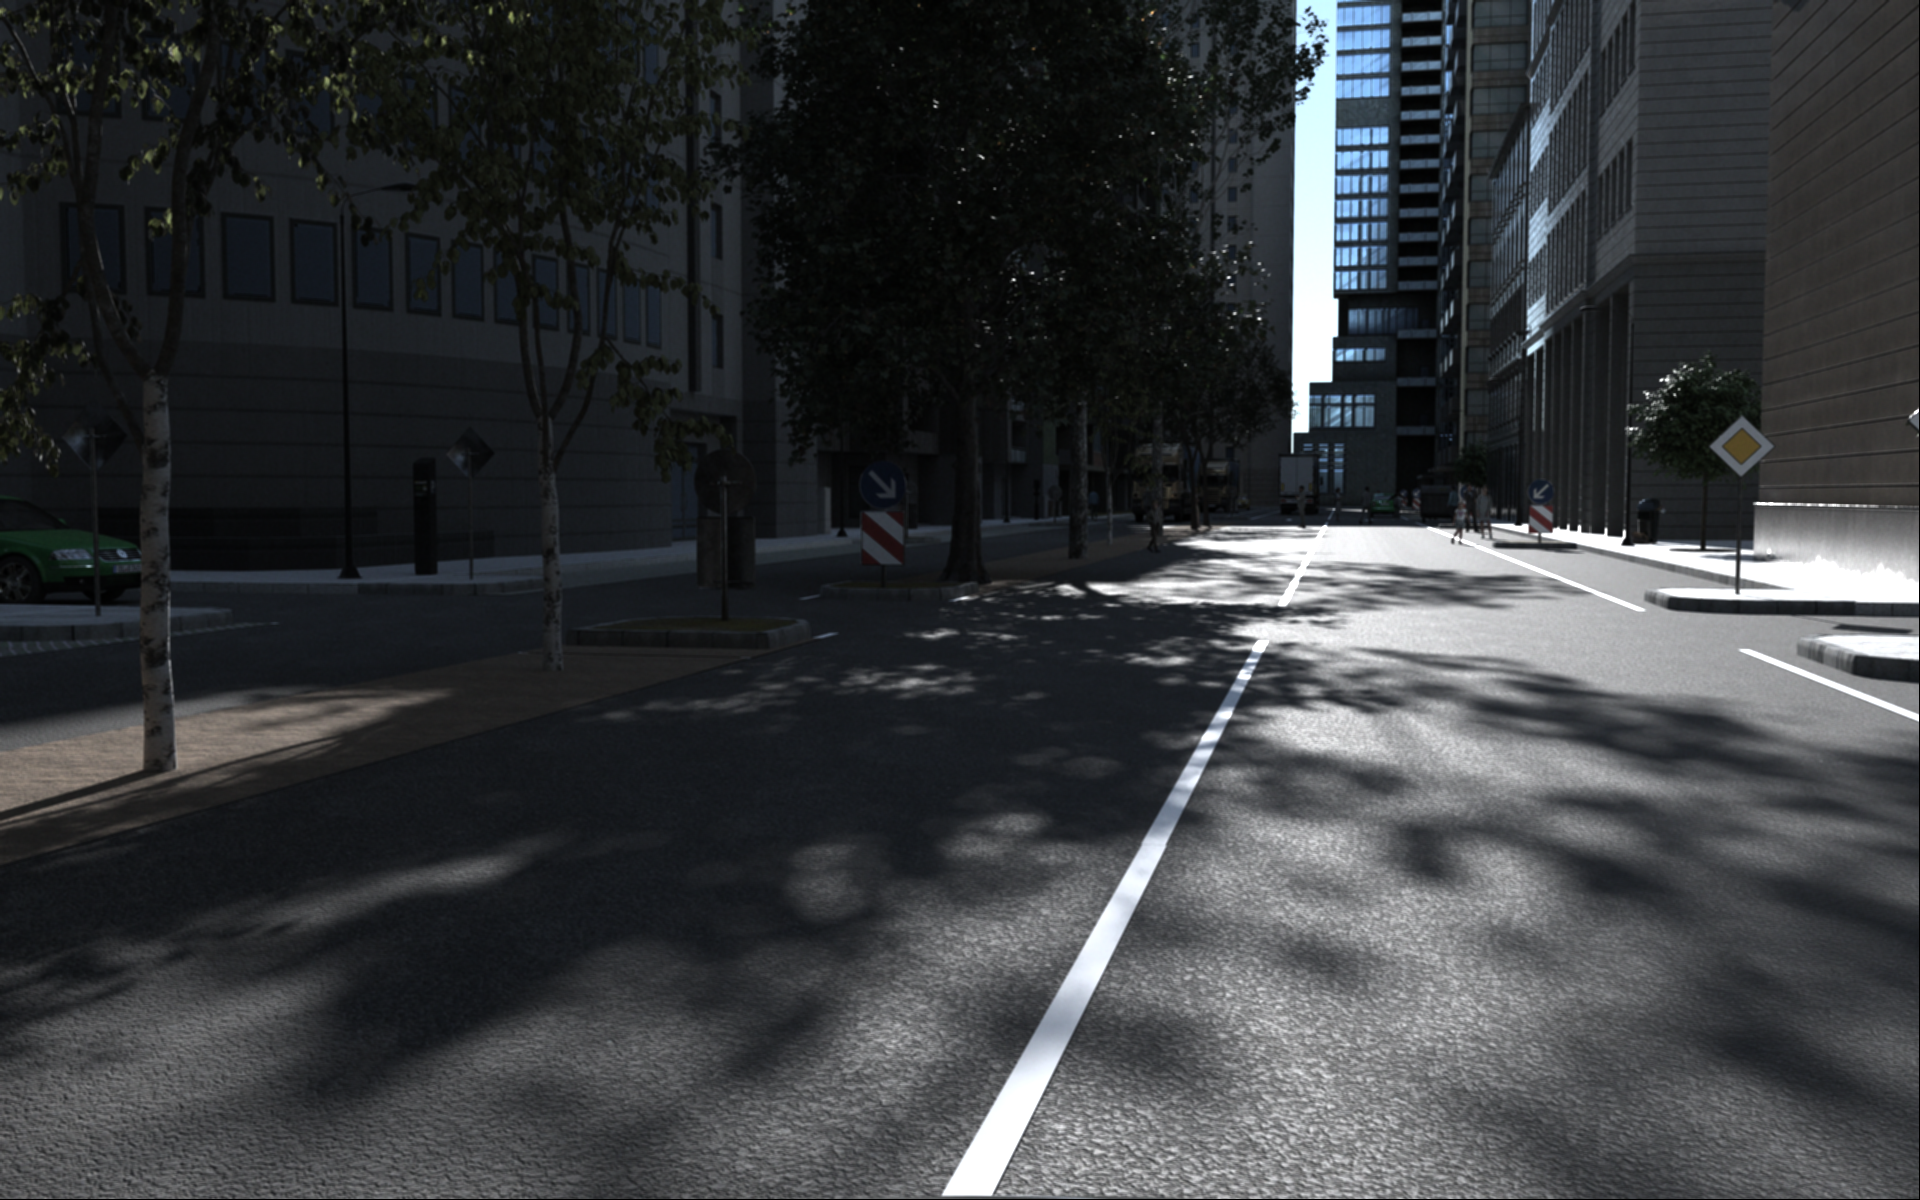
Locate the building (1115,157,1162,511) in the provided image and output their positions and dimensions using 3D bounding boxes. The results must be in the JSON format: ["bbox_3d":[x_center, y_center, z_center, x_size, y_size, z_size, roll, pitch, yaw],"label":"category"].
[{"bbox_3d":[8.129,-22.304,136.375,14.160,30.474,14.107,1,4,12],"label":"building"}]

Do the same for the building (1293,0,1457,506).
[{"bbox_3d":[52.307,-53.419,186.066,31.000,86.520,22.319,1,4,12],"label":"building"}]

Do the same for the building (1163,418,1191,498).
[{"bbox_3d":[6.297,-19.526,164.289,28.899,21.520,27.650,1,4,12],"label":"building"}]

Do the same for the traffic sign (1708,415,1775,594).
[{"bbox_3d":[9.947,-1.129,22.106,0.795,2.450,0.064,1,4,12],"label":"traffic sign"}]

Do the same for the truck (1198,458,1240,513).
[{"bbox_3d":[20.492,-9.087,137.485,2.839,4.237,11.283,1,4,14],"label":"truck"}]

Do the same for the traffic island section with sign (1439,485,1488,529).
[{"bbox_3d":[21.105,-3.908,72.521,1.989,1.847,2.006,1,4,12],"label":"traffic island section with sign"}]

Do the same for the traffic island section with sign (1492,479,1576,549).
[{"bbox_3d":[15.290,-2.298,46.198,1.989,1.847,2.006,1,4,12],"label":"traffic island section with sign"}]

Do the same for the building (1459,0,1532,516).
[{"bbox_3d":[38.446,-25.922,107.415,14.154,41.232,14.086,1,4,12],"label":"building"}]

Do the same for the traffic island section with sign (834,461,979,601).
[{"bbox_3d":[-0.913,-0.984,24.226,2.006,1.907,1.989,1,4,12],"label":"traffic island section with sign"}]

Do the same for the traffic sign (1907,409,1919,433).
[{"bbox_3d":[8.226,-0.652,14.308,0.795,2.450,0.064,1,4,12],"label":"traffic sign"}]

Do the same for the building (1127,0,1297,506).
[{"bbox_3d":[22.632,-39.742,191.778,28.212,58.520,21.231,1,4,12],"label":"building"}]

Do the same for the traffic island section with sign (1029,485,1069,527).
[{"bbox_3d":[4.191,-4.165,76.725,1.989,1.847,2.006,1,4,12],"label":"traffic island section with sign"}]

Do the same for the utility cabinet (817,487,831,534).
[{"bbox_3d":[-4.631,-2.831,54.970,1.173,1.500,0.318,3,4,36],"label":"utility cabinet"}]

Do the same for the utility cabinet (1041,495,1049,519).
[{"bbox_3d":[4.411,-4.812,89.833,0.306,1.237,1.020,0,4,-6],"label":"utility cabinet"}]

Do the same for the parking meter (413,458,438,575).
[{"bbox_3d":[-8.503,-1.335,27.539,0.255,1.863,0.399,0,4,2],"label":"parking meter"}]

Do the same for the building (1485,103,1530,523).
[{"bbox_3d":[31.480,-14.414,84.819,9.793,20.994,18.267,1,4,12],"label":"building"}]

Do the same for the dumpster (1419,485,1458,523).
[{"bbox_3d":[23.788,-4.762,86.080,1.865,1.857,1.264,1,4,12],"label":"dumpster"}]

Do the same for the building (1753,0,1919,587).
[{"bbox_3d":[25.941,-13.895,24.443,25.104,27.353,12.463,1,4,12],"label":"building"}]

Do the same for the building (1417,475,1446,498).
[{"bbox_3d":[57.742,-28.255,153.844,32.217,40.220,23.993,1,4,12],"label":"building"}]

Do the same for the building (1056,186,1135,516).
[{"bbox_3d":[-0.219,-28.187,115.482,22.147,44.769,28.867,1,4,12],"label":"building"}]

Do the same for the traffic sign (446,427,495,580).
[{"bbox_3d":[-7.328,-1.363,25.926,0.795,2.450,0.064,1,4,12],"label":"traffic sign"}]

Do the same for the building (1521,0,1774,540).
[{"bbox_3d":[27.184,-17.336,60.931,11.434,29.767,29.804,1,4,12],"label":"building"}]

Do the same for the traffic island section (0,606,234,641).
[{"bbox_3d":[-9.074,0.250,18.195,2.009,0.180,2.903,1,4,12],"label":"traffic island section"}]

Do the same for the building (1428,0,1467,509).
[{"bbox_3d":[47.611,-31.090,127.924,23.786,49.044,30.456,1,4,12],"label":"building"}]

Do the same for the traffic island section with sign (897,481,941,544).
[{"bbox_3d":[-1.626,-2.555,50.403,1.989,1.847,2.006,1,4,12],"label":"traffic island section with sign"}]

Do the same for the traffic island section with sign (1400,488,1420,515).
[{"bbox_3d":[31.924,-6.906,121.546,1.989,1.847,2.006,1,4,12],"label":"traffic island section with sign"}]

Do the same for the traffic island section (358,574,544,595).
[{"bbox_3d":[-7.352,-0.227,25.993,2.009,0.180,2.903,1,4,12],"label":"traffic island section"}]

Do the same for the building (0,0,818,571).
[{"bbox_3d":[-17.679,-30.494,40.583,21.231,58.520,28.212,1,4,12],"label":"building"}]

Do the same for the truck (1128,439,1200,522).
[{"bbox_3d":[10.850,-6.237,90.887,2.839,4.237,11.283,1,4,13],"label":"truck"}]

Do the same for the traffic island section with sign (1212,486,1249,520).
[{"bbox_3d":[15.278,-5.472,97.606,2.006,1.907,1.989,1,4,12],"label":"traffic island section with sign"}]

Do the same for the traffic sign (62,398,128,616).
[{"bbox_3d":[-9.049,-0.886,18.128,0.795,2.450,0.064,1,4,12],"label":"traffic sign"}]

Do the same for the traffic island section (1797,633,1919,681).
[{"bbox_3d":[8.251,0.483,14.380,2.009,0.180,2.903,1,4,12],"label":"traffic island section"}]

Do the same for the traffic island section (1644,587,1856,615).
[{"bbox_3d":[9.972,0.006,22.178,2.009,0.180,2.903,1,4,12],"label":"traffic island section"}]

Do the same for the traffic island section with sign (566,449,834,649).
[{"bbox_3d":[-2.519,-0.542,16.994,2.006,1.907,1.989,1,4,12],"label":"traffic island section with sign"}]

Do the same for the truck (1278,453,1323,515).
[{"bbox_3d":[24.455,-8.288,124.418,2.839,4.237,11.283,1,4,14],"label":"truck"}]

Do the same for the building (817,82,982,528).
[{"bbox_3d":[-7.372,-18.182,68.976,14.160,30.474,14.107,1,4,12],"label":"building"}]

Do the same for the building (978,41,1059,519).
[{"bbox_3d":[-2.836,-24.871,90.234,14.154,41.232,14.086,1,4,12],"label":"building"}]
